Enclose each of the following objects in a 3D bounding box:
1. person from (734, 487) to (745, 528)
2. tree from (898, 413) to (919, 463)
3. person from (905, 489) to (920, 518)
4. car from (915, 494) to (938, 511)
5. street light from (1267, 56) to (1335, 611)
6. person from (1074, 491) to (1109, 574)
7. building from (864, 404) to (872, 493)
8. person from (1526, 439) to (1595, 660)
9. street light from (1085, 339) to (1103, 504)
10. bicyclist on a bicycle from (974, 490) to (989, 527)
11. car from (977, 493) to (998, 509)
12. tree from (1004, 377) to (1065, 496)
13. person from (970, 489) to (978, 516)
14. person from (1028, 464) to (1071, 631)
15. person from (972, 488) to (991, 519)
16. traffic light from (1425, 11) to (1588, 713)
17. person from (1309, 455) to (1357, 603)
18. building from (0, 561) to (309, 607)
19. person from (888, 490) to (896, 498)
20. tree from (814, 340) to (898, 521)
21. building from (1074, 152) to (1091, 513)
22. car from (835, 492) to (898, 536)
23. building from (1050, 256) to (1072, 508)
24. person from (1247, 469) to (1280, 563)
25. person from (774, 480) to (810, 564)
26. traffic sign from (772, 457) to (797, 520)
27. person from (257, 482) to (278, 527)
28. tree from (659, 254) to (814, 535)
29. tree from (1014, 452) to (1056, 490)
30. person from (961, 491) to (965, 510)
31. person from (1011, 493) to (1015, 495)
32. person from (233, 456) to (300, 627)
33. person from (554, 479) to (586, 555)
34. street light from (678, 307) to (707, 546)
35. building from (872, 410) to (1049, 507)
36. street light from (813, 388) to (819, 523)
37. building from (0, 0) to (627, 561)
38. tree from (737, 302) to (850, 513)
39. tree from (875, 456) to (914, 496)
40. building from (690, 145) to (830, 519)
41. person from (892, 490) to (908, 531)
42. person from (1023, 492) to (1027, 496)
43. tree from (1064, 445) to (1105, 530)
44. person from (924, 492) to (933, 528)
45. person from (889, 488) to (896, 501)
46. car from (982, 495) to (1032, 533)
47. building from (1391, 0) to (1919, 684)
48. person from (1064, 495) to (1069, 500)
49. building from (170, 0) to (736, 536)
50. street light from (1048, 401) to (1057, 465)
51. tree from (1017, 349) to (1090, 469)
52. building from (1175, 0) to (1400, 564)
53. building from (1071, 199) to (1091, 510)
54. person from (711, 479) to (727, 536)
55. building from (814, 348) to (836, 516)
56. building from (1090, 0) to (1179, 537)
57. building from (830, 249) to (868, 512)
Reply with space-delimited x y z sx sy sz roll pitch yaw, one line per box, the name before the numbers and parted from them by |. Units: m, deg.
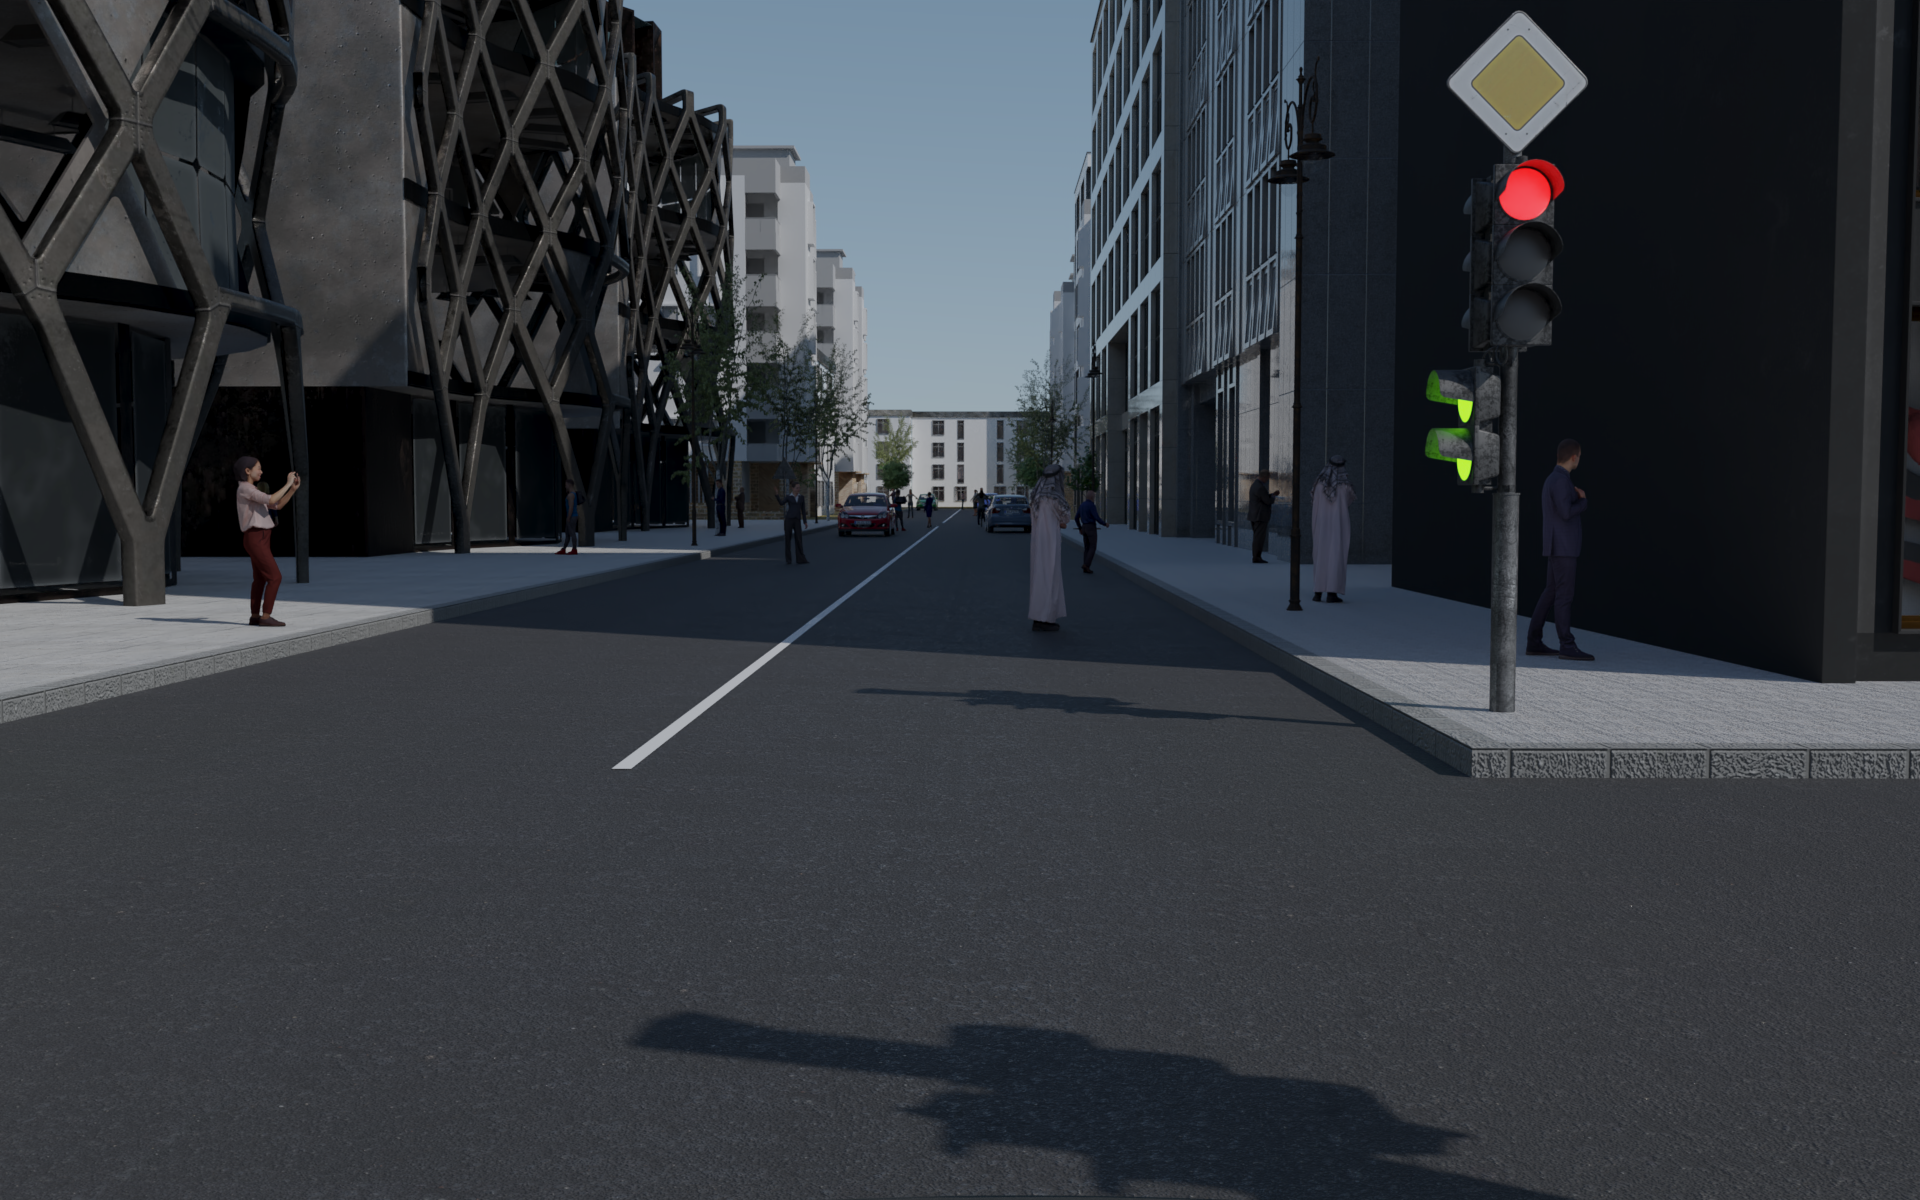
person | -8.303 -3.487 65.323 0.388 1.546 0.482 0 4 4
tree | -5.848 -12.565 155.803 4.737 8.622 4.395 0 3 0
person | -2.965 -5.737 103.023 1.217 1.735 0.721 1 4 14
car | -2.863 -8.670 150.555 1.959 1.807 4.718 0 4 2
street light | 3.689 -2.821 18.914 0.468 5.910 1.993 0 4 1
person | 2.425 -1.239 31.454 0.600 1.496 0.574 -1 4 -12
building | -22.474 -13.069 155.833 28.070 9.664 9.099 0 4 1
person | 4.701 -0.401 13.524 0.530 1.710 0.541 1 4 22
street light | 3.989 -4.830 51.766 0.468 5.910 1.993 0 4 1
bicyclist on a bicycle | 0.928 -3.972 74.962 1.499 1.676 1.625 0 4 2
car | 2.100 -7.597 133.801 1.945 1.707 3.694 0 4 2
tree | 4.975 -9.625 107.729 4.737 8.622 4.395 0 3 0
person | 0.934 -6.365 113.350 0.721 1.735 1.217 -1 4 -23
person | 0.948 -0.552 18.201 0.621 1.740 0.551 -3 5 -43
person | 1.266 -5.623 100.565 1.348 1.807 0.705 -2 4 -25
traffic light | 3.184 -1.277 10.120 0.839 4.213 0.868 0 4 1
person | 4.423 -0.846 20.537 0.551 1.740 0.621 1 4 8
building | -17.347 -9.365 20.573 16.820 18.784 16.811 0 4 1
person | -5.765 -8.834 150.422 1.348 1.831 0.705 3 5 43
tree | -6.204 -8.085 82.560 4.737 8.622 4.395 0 3 0
building | 21.696 -16.870 119.797 27.936 21.610 32.646 0 4 1
car | -3.204 -3.108 59.849 2.155 1.783 4.494 0 4 1
building | 15.488 -17.483 142.267 16.016 20.091 11.380 0 4 1
person | 5.636 -1.556 32.164 0.600 1.739 0.565 -2 4 -29
person | -3.458 -1.602 35.494 0.445 1.727 0.742 2 4 35
traffic sign | -6.177 -3.727 60.944 0.884 2.594 0.081 0 4 4
person | -13.276 -1.491 32.967 0.480 1.512 0.613 0 4 -4
tree | -7.540 -6.338 53.996 4.737 8.622 4.395 0 3 0
tree | 5.657 -8.716 126.221 4.285 4.588 4.351 0 3 0
person | 0.330 -9.156 158.906 0.721 1.736 1.217 0 4 7
person | 2.420 -4.060 77.572 0.574 1.496 0.600 -2 4 -26
person | -6.737 -0.573 16.873 0.566 1.644 0.517 2 4 24
person | -8.233 -1.753 36.571 0.662 1.594 0.647 -1 4 -14
street light | -6.605 -4.288 42.897 0.468 5.910 1.993 0 4 1
building | -4.880 -14.332 176.478 28.070 9.664 9.099 0 4 1
street light | -6.263 -6.278 75.433 0.468 5.910 1.993 0 4 1
building | -17.069 -10.733 42.935 16.820 18.784 16.811 0 4 1
tree | -6.481 -7.153 67.308 4.360 8.622 3.978 0 3 0
tree | -5.604 -10.152 149.695 4.285 4.588 4.351 0 3 0
building | -15.596 -14.423 92.230 16.016 20.091 11.380 0 4 1
person | -2.313 -3.478 67.230 0.647 1.594 0.662 1 4 14
person | 6.081 -9.402 163.684 0.415 1.643 0.593 0 4 3
tree | 4.701 -4.180 62.939 1.663 3.219 1.824 0 3 0
person | -1.395 -3.828 73.456 0.546 1.535 0.453 2 4 31
person | -5.364 -8.003 137.346 0.568 1.767 0.683 -1 4 -20
car | 1.859 -3.278 65.597 2.014 1.417 4.499 0 4 -1
building | 13.810 -11.460 17.056 15.834 23.373 12.332 0 4 1
person | 5.814 -5.879 102.185 1.348 1.822 0.705 -2 4 -27
building | -17.187 -12.101 65.302 16.820 18.784 16.811 0 4 1
street light | 4.485 -6.839 84.609 0.468 5.910 1.993 0 4 1
tree | 4.794 -8.488 89.147 4.360 8.622 3.978 0 3 0
building | 12.281 -13.618 40.672 12.078 24.808 19.932 0 4 1
building | 14.772 -14.769 97.890 16.016 20.091 11.380 0 4 1
person | -7.375 -2.824 52.925 0.504 1.737 0.576 -2 4 -29
building | -12.555 -10.401 112.204 9.099 9.664 28.070 0 4 1
building | 15.787 -16.089 67.573 19.350 26.468 34.151 0 4 1
building | -15.637 -16.844 131.823 16.016 20.091 11.380 0 4 1
